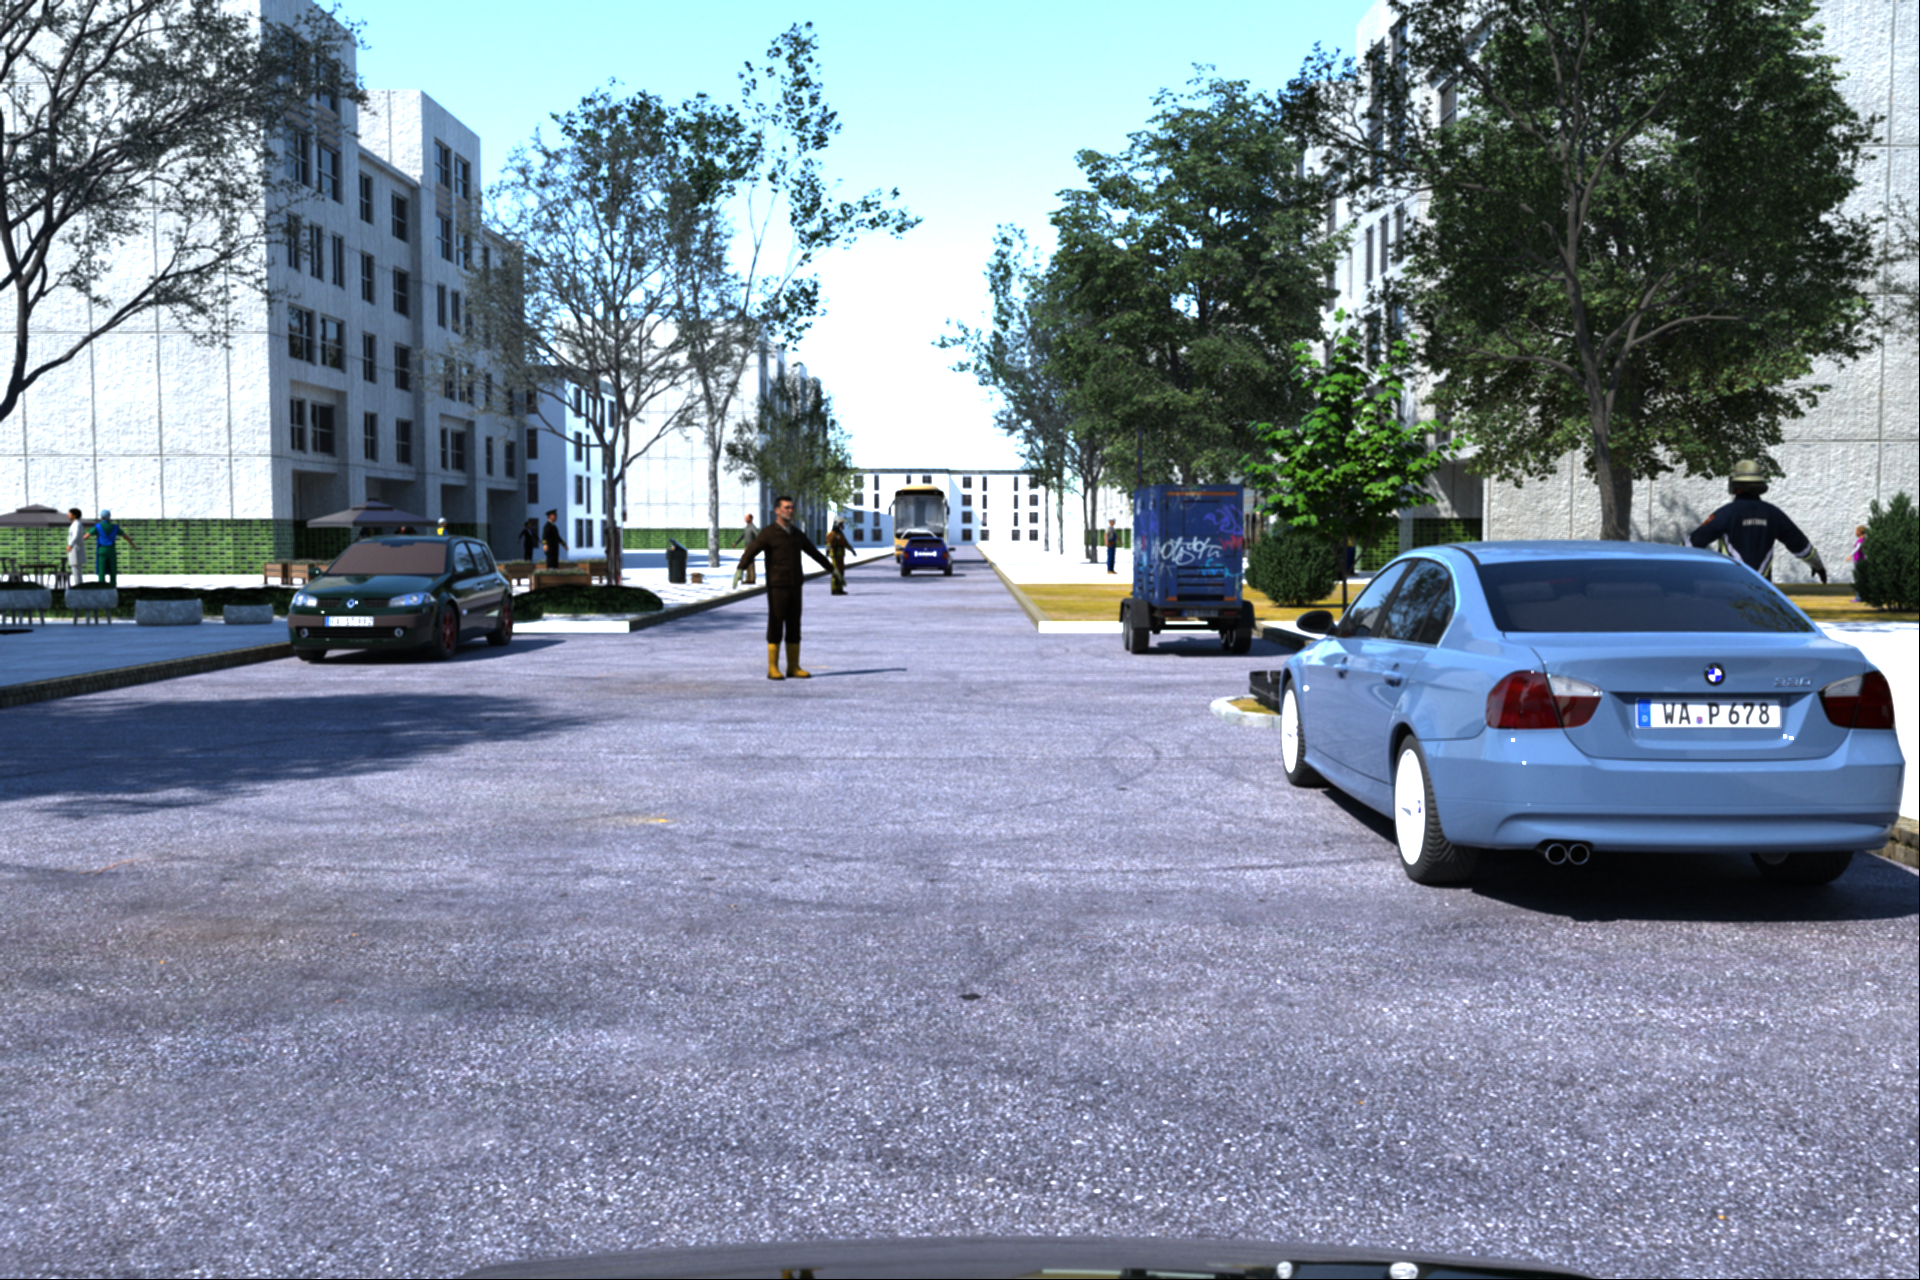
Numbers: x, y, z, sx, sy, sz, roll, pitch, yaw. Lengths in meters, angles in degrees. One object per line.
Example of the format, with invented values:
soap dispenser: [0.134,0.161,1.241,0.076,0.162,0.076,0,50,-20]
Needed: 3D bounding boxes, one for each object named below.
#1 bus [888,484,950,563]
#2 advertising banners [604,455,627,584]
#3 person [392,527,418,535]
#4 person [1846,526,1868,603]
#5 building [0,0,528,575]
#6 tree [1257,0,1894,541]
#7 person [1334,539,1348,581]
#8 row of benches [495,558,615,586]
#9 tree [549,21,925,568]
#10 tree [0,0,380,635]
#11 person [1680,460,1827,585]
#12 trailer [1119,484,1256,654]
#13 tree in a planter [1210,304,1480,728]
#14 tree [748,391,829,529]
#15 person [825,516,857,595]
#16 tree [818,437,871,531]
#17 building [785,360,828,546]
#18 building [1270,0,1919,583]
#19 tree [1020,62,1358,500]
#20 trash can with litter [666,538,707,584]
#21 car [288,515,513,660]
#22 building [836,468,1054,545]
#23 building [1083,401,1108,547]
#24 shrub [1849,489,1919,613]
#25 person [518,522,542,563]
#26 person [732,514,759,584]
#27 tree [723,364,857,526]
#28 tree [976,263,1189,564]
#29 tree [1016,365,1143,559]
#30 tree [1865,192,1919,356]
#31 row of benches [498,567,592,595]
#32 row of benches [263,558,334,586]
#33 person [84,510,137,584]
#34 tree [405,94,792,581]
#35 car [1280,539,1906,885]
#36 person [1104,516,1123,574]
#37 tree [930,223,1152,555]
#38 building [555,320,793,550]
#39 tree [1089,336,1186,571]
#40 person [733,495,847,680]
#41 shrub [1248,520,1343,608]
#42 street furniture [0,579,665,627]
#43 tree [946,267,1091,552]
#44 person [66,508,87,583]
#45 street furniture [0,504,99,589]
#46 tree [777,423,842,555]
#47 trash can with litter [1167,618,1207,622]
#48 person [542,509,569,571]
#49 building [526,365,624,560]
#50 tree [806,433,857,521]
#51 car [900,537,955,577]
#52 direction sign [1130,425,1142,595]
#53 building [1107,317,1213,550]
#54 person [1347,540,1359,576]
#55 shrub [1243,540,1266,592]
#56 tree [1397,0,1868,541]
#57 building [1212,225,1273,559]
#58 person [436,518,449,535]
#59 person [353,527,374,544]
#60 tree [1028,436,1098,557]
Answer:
bus: [-1.929,-5.909,88.163,2.896,3.916,12.252,0,4,0]
advertising banners: [-7.454,-2.537,37.664,0.090,3.025,2.074,0,4,2]
person: [-15.828,-2.639,49.340,1.347,1.806,0.705,1,4,17]
person: [16.822,-1.422,32.514,0.599,1.433,0.991,3,5,41]
building: [-29.740,-12.404,69.269,16.747,18.905,31.486,0,4,0]
tree: [8.394,-5.389,22.526,8.767,10.594,7.601,-1,4,-22]
person: [10.269,-2.503,47.055,0.705,1.813,1.348,3,4,38]
row of benches: [-10.200,-1.735,43.829,1.422,0.672,4.104,2,4,33]
tree: [-8.183,-12.729,64.001,12.611,20.169,13.585,0,3,0]
tree: [-12.560,-6.831,22.055,12.009,13.543,11.850,0,3,0]
person: [6.013,-0.455,13.311,1.351,1.845,0.704,0,4,1]
trailer: [2.732,-0.898,21.732,1.471,1.999,3.904,0,4,-1]
tree in a planter: [3.012,-0.996,13.512,1.991,3.239,1.994,0,4,0]
tree: [-9.241,-8.509,89.477,4.360,8.622,3.978,0,3,0]
person: [-2.847,-1.987,40.706,0.705,1.858,1.354,2,4,26]
tree: [-9.030,-10.938,129.190,4.737,8.622,4.395,0,3,0]
building: [-24.474,-19.928,192.282,16.747,18.905,31.486,0,4,1]
building: [22.136,-11.877,60.644,16.747,18.905,31.486,0,3,0]
tree: [6.478,-8.697,48.844,9.857,13.997,8.962,0,3,0]
trash can with litter: [-7.114,-2.061,45.081,1.055,1.170,0.624,0,4,1]
car: [-6.659,-0.680,20.901,2.009,1.686,4.222,0,3,0]
building: [-1.859,-16.891,220.775,28.070,9.664,9.099,0,4,-5]
building: [22.490,-19.349,182.821,16.747,18.905,31.486,0,4,0]
shrub: [15.437,-1.463,28.341,1.690,2.028,1.600,0,3,0]
person: [-15.877,-3.501,63.955,0.721,1.740,1.216,2,4,29]
person: [-5.412,-2.330,44.361,0.705,1.796,1.348,-3,4,-36]
tree: [-9.430,-9.880,95.947,8.767,10.594,7.601,1,4,12]
tree: [5.765,-10.071,75.036,12.009,13.543,11.850,0,3,0]
tree: [6.198,-9.390,87.939,7.601,10.594,8.767,1,4,12]
tree: [25.409,-7.817,38.171,12.009,13.543,11.850,0,3,0]
row of benches: [-8.628,-0.979,31.474,4.104,0.672,1.422,-1,4,-21]
row of benches: [-16.069,-1.681,42.951,4.104,0.672,1.422,3,5,44]
person: [-18.637,-1.936,37.786,1.347,1.817,0.704,-3,5,-45]
tree: [-9.709,-8.426,48.128,12.009,13.543,11.850,0,3,0]
car: [2.723,0.222,8.377,2.014,1.417,4.499,0,4,1]
person: [4.865,-3.024,55.304,0.705,1.847,1.347,2,4,28]
tree: [4.990,-15.329,106.519,12.611,20.169,13.585,0,3,0]
building: [-25.159,-17.895,159.036,16.747,18.905,31.486,0,4,0]
tree: [6.361,-6.755,60.803,4.737,8.622,4.395,0,3,0]
person: [-1.721,-0.524,17.161,1.346,1.812,0.704,-3,5,-41]
shrub: [5.916,-1.586,30.352,1.690,2.028,1.600,0,3,0]
street furniture: [-9.699,-0.673,26.623,10.072,0.657,5.734,0,4,-6]
tree: [4.790,-16.450,124.850,12.611,20.169,13.585,0,3,0]
person: [-18.106,-1.788,35.421,0.705,1.806,1.347,-2,4,-24]
street furniture: [-33.639,-1.835,35.035,27.439,1.986,14.083,0,4,0]
tree: [-9.557,-9.390,103.892,4.360,8.622,3.978,0,3,0]
trash can with litter: [3.490,-0.859,25.435,1.055,1.170,0.624,0,4,-1]
person: [-9.060,-1.997,38.589,0.705,1.837,1.347,0,4,7]
building: [-23.964,-9.662,100.128,9.099,9.664,28.070,0,4,0]
tree: [-8.969,-10.495,121.952,4.737,8.622,4.395,0,3,0]
car: [-1.137,-2.890,59.826,1.945,1.354,3.894,0,4,0]
direction sign: [3.779,-2.723,36.525,0.379,3.537,0.876,0,4,1]
building: [22.458,-17.306,149.411,16.747,18.905,31.486,0,3,0]
person: [12.004,-2.881,53.072,0.705,1.833,1.349,3,5,42]
shrub: [6.781,-1.679,38.560,1.383,1.207,1.383,0,3,0]
tree: [13.900,-7.912,36.009,9.857,13.997,8.962,0,3,0]
building: [24.404,-16.101,94.178,19.493,23.208,18.063,0,3,0]
person: [-15.849,-2.872,53.415,0.721,1.772,1.216,-3,5,-43]
person: [-20.070,-3.217,58.381,0.705,1.856,1.354,0,4,5]
tree: [5.599,-9.033,98.049,4.360,8.622,3.978,0,3,0]
